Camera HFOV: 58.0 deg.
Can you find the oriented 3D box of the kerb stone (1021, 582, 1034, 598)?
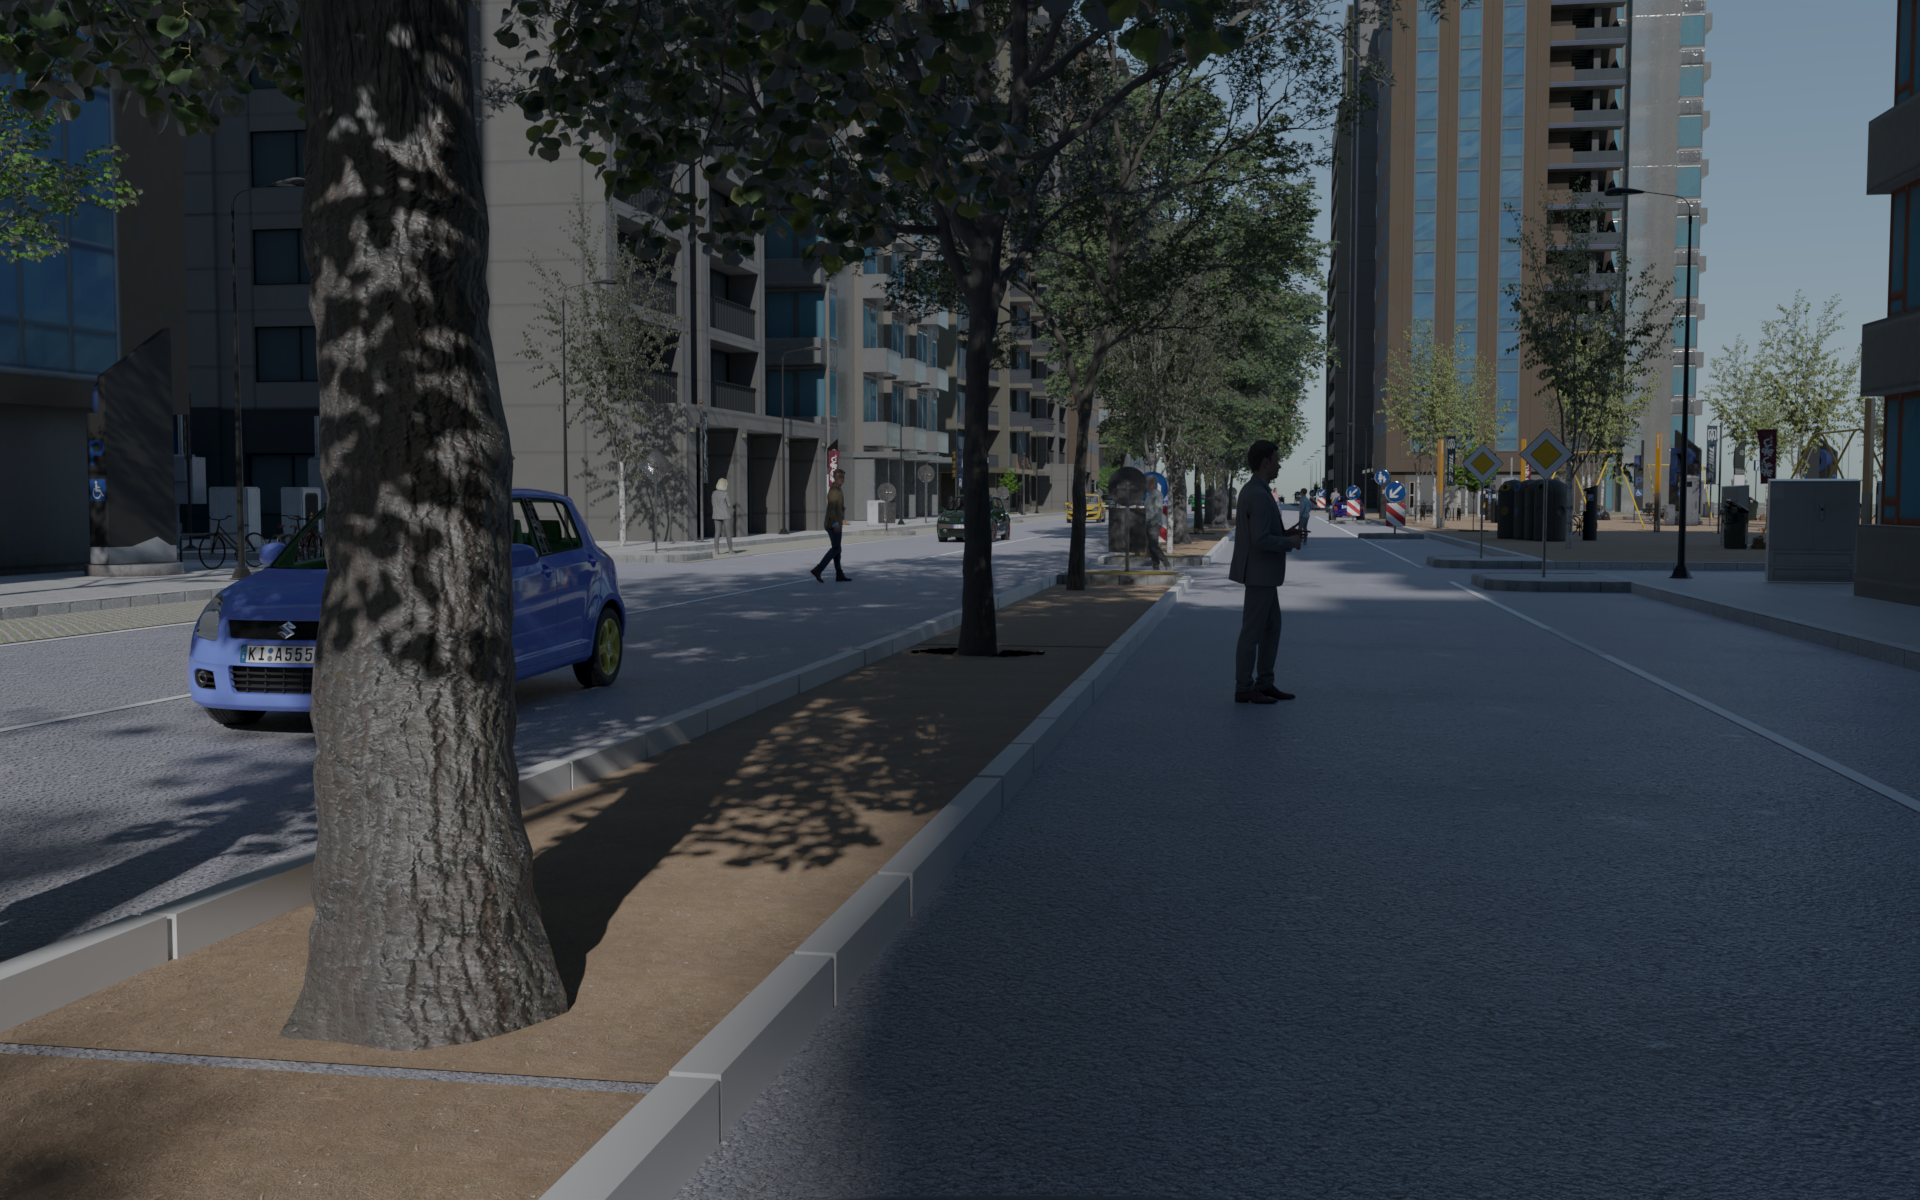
[{"bbox_3d":[0.864,-0.108,23.969,0.120,0.150,1.000,1,4,10],"label":"kerb stone"}]

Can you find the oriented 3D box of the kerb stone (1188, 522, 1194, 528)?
[{"bbox_3d":[10.308,-3.347,76.966,0.120,0.150,1.000,1,4,10],"label":"kerb stone"}]

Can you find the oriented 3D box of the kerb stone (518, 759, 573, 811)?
[{"bbox_3d":[-2.013,0.879,7.816,0.120,0.150,1.000,1,4,10],"label":"kerb stone"}]

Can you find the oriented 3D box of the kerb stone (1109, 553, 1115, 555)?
[{"bbox_3d":[3.116,-0.878,36.596,0.120,0.150,1.000,1,4,10],"label":"kerb stone"}]

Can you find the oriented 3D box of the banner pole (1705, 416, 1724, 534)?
[{"bbox_3d":[24.274,-4.017,55.702,0.863,3.779,0.401,-2,4,-25],"label":"banner pole"}]

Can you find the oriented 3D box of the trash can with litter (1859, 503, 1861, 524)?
[{"bbox_3d":[27.403,-2.554,53.147,1.055,1.170,0.624,-3,5,-40],"label":"trash can with litter"}]

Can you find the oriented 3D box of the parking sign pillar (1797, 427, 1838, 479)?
[{"bbox_3d":[33.702,-4.916,68.854,1.447,3.967,1.447,-3,5,-45],"label":"parking sign pillar"}]

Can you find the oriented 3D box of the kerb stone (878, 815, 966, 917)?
[{"bbox_3d":[-0.133,0.968,6.370,0.120,0.150,1.000,1,4,10],"label":"kerb stone"}]

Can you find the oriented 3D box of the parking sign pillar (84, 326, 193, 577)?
[{"bbox_3d":[-13.121,-2.382,27.419,1.447,3.967,1.447,2,4,23],"label":"parking sign pillar"}]

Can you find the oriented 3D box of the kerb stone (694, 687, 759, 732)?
[{"bbox_3d":[-1.475,0.695,10.839,0.120,0.150,1.000,1,4,10],"label":"kerb stone"}]

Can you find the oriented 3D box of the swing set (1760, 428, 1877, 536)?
[{"bbox_3d":[21.531,-2.742,42.460,2.862,2.851,3.119,1,4,9],"label":"swing set"}]

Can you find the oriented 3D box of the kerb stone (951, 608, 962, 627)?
[{"bbox_3d":[-0.034,0.201,18.909,0.120,0.150,1.000,1,4,10],"label":"kerb stone"}]

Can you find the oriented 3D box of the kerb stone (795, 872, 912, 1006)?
[{"bbox_3d":[-0.318,1.031,5.345,0.120,0.150,1.000,1,4,10],"label":"kerb stone"}]

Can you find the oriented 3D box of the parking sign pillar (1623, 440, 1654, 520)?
[{"bbox_3d":[33.712,-5.964,85.981,1.447,3.967,1.447,1,4,21],"label":"parking sign pillar"}]

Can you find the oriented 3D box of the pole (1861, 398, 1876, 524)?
[{"bbox_3d":[19.360,-2.635,36.931,0.158,3.312,0.155,0,3,0],"label":"pole"}]

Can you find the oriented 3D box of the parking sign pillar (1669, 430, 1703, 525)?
[{"bbox_3d":[30.164,-5.111,72.043,1.447,3.967,1.447,-2,4,-26],"label":"parking sign pillar"}]

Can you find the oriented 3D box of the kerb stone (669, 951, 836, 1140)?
[{"bbox_3d":[-0.500,1.093,4.334,0.120,0.150,1.000,1,4,10],"label":"kerb stone"}]

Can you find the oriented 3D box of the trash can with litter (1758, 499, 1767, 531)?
[{"bbox_3d":[28.684,-2.999,60.086,2.233,1.210,1.678,0,4,3],"label":"trash can with litter"}]

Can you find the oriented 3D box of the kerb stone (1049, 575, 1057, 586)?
[{"bbox_3d":[1.406,-0.293,26.987,0.120,0.150,1.000,1,4,10],"label":"kerb stone"}]

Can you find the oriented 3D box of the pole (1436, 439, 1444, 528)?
[{"bbox_3d":[17.931,-4.333,64.682,0.158,3.312,0.155,0,3,0],"label":"pole"}]

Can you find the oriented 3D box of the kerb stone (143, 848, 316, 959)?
[{"bbox_3d":[-2.366,1.004,5.798,0.120,0.150,1.000,1,4,10],"label":"kerb stone"}]

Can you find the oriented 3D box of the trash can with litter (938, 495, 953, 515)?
[{"bbox_3d":[-0.657,-5.958,108.475,1.678,1.210,2.233,-2,4,-24],"label":"trash can with litter"}]

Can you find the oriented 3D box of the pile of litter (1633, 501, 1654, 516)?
[{"bbox_3d":[40.828,-5.424,102.642,1.176,0.858,1.719,-3,5,-43],"label":"pile of litter"}]

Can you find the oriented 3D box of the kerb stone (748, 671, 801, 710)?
[{"bbox_3d":[-1.300,0.633,11.848,0.120,0.150,1.000,1,4,10],"label":"kerb stone"}]

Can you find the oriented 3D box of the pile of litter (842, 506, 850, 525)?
[{"bbox_3d":[-5.191,-3.554,72.067,1.176,0.858,1.719,-1,4,-15],"label":"pile of litter"}]

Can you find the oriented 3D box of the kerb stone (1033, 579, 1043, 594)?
[{"bbox_3d":[1.042,-0.167,24.976,0.120,0.150,1.000,1,4,10],"label":"kerb stone"}]

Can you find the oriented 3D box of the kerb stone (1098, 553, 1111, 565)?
[{"bbox_3d":[2.939,-0.819,35.589,0.120,0.150,1.000,1,4,10],"label":"kerb stone"}]

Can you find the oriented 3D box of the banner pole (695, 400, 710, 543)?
[{"bbox_3d":[-6.827,-3.434,46.169,0.401,3.779,0.863,0,4,7],"label":"banner pole"}]

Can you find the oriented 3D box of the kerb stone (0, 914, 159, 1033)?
[{"bbox_3d":[-2.557,1.065,4.787,0.120,0.150,1.000,1,4,10],"label":"kerb stone"}]

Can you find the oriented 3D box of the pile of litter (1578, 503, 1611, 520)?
[{"bbox_3d":[31.067,-4.329,84.742,1.719,0.858,1.176,0,4,5],"label":"pile of litter"}]

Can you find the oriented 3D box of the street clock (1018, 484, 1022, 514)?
[{"bbox_3d":[3.921,-6.593,112.358,0.358,2.002,0.471,0,4,-5],"label":"street clock"}]

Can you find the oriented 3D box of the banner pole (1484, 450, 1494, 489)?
[{"bbox_3d":[29.879,-6.606,98.020,0.863,3.779,0.401,2,4,30],"label":"banner pole"}]

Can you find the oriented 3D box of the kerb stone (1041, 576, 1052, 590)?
[{"bbox_3d":[1.215,-0.228,25.983,0.120,0.150,1.000,1,4,10],"label":"kerb stone"}]

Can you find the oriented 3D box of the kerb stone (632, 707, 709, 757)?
[{"bbox_3d":[-1.655,0.756,9.832,0.120,0.150,1.000,1,4,10],"label":"kerb stone"}]

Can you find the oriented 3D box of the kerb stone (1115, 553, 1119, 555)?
[{"bbox_3d":[3.284,-0.942,37.604,0.120,0.150,1.000,1,4,10],"label":"kerb stone"}]

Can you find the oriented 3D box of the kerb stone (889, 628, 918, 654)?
[{"bbox_3d":[-0.568,0.392,15.885,0.120,0.150,1.000,1,4,10],"label":"kerb stone"}]

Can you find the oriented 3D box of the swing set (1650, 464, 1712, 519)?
[{"bbox_3d":[37.403,-5.713,91.027,3.119,2.851,2.862,0,4,-1],"label":"swing set"}]

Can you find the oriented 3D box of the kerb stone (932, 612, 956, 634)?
[{"bbox_3d":[-0.219,0.263,17.900,0.120,0.150,1.000,1,4,10],"label":"kerb stone"}]

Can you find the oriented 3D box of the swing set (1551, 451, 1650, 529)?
[{"bbox_3d":[23.039,-4.045,63.759,2.862,2.851,3.119,-1,4,-16],"label":"swing set"}]

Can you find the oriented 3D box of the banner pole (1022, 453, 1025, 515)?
[{"bbox_3d":[3.856,-7.060,105.452,0.401,3.779,0.863,0,4,-8],"label":"banner pole"}]

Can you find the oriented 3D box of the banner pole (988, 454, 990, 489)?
[{"bbox_3d":[1.300,-6.477,95.921,0.863,3.779,0.401,-3,4,-37],"label":"banner pole"}]

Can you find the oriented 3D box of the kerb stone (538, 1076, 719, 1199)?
[{"bbox_3d":[-0.677,1.156,3.327,0.120,0.150,1.000,1,4,10],"label":"kerb stone"}]

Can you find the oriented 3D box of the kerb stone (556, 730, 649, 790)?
[{"bbox_3d":[-1.833,0.821,8.823,0.120,0.150,1.000,1,4,10],"label":"kerb stone"}]

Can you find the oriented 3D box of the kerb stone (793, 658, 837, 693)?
[{"bbox_3d":[-1.113,0.574,12.856,0.120,0.150,1.000,1,4,10],"label":"kerb stone"}]

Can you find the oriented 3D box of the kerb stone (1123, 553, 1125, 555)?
[{"bbox_3d":[3.651,-1.062,39.615,0.120,0.150,1.000,1,4,10],"label":"kerb stone"}]

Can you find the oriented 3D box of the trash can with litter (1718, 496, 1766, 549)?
[{"bbox_3d":[18.309,-1.775,40.405,1.055,1.170,0.624,0,4,3],"label":"trash can with litter"}]

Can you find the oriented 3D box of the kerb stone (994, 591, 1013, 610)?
[{"bbox_3d":[0.508,0.015,21.952,0.120,0.150,1.000,1,4,10],"label":"kerb stone"}]

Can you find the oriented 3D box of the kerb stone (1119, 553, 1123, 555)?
[{"bbox_3d":[3.478,-1.004,38.607,0.120,0.150,1.000,1,4,10],"label":"kerb stone"}]

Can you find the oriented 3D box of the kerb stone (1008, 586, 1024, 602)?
[{"bbox_3d":[0.684,-0.047,22.962,0.120,0.150,1.000,1,4,10],"label":"kerb stone"}]

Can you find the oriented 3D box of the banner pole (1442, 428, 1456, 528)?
[{"bbox_3d":[18.487,-4.621,65.576,0.401,3.779,0.863,-1,4,-22],"label":"banner pole"}]

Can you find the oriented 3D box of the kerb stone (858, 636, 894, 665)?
[{"bbox_3d":[-0.750,0.452,14.875,0.120,0.150,1.000,1,4,10],"label":"kerb stone"}]

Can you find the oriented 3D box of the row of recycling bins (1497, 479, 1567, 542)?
[{"bbox_3d":[15.988,-2.519,48.303,1.069,1.692,3.534,0,4,-3],"label":"row of recycling bins"}]

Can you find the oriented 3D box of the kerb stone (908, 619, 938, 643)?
[{"bbox_3d":[-0.391,0.324,16.892,0.120,0.150,1.000,1,4,10],"label":"kerb stone"}]

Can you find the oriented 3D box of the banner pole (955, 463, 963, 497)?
[{"bbox_3d":[-0.088,-7.480,112.309,0.863,3.779,0.401,-3,5,-43],"label":"banner pole"}]

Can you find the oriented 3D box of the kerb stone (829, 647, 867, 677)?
[{"bbox_3d":[-0.939,0.517,13.867,0.120,0.150,1.000,1,4,10],"label":"kerb stone"}]
